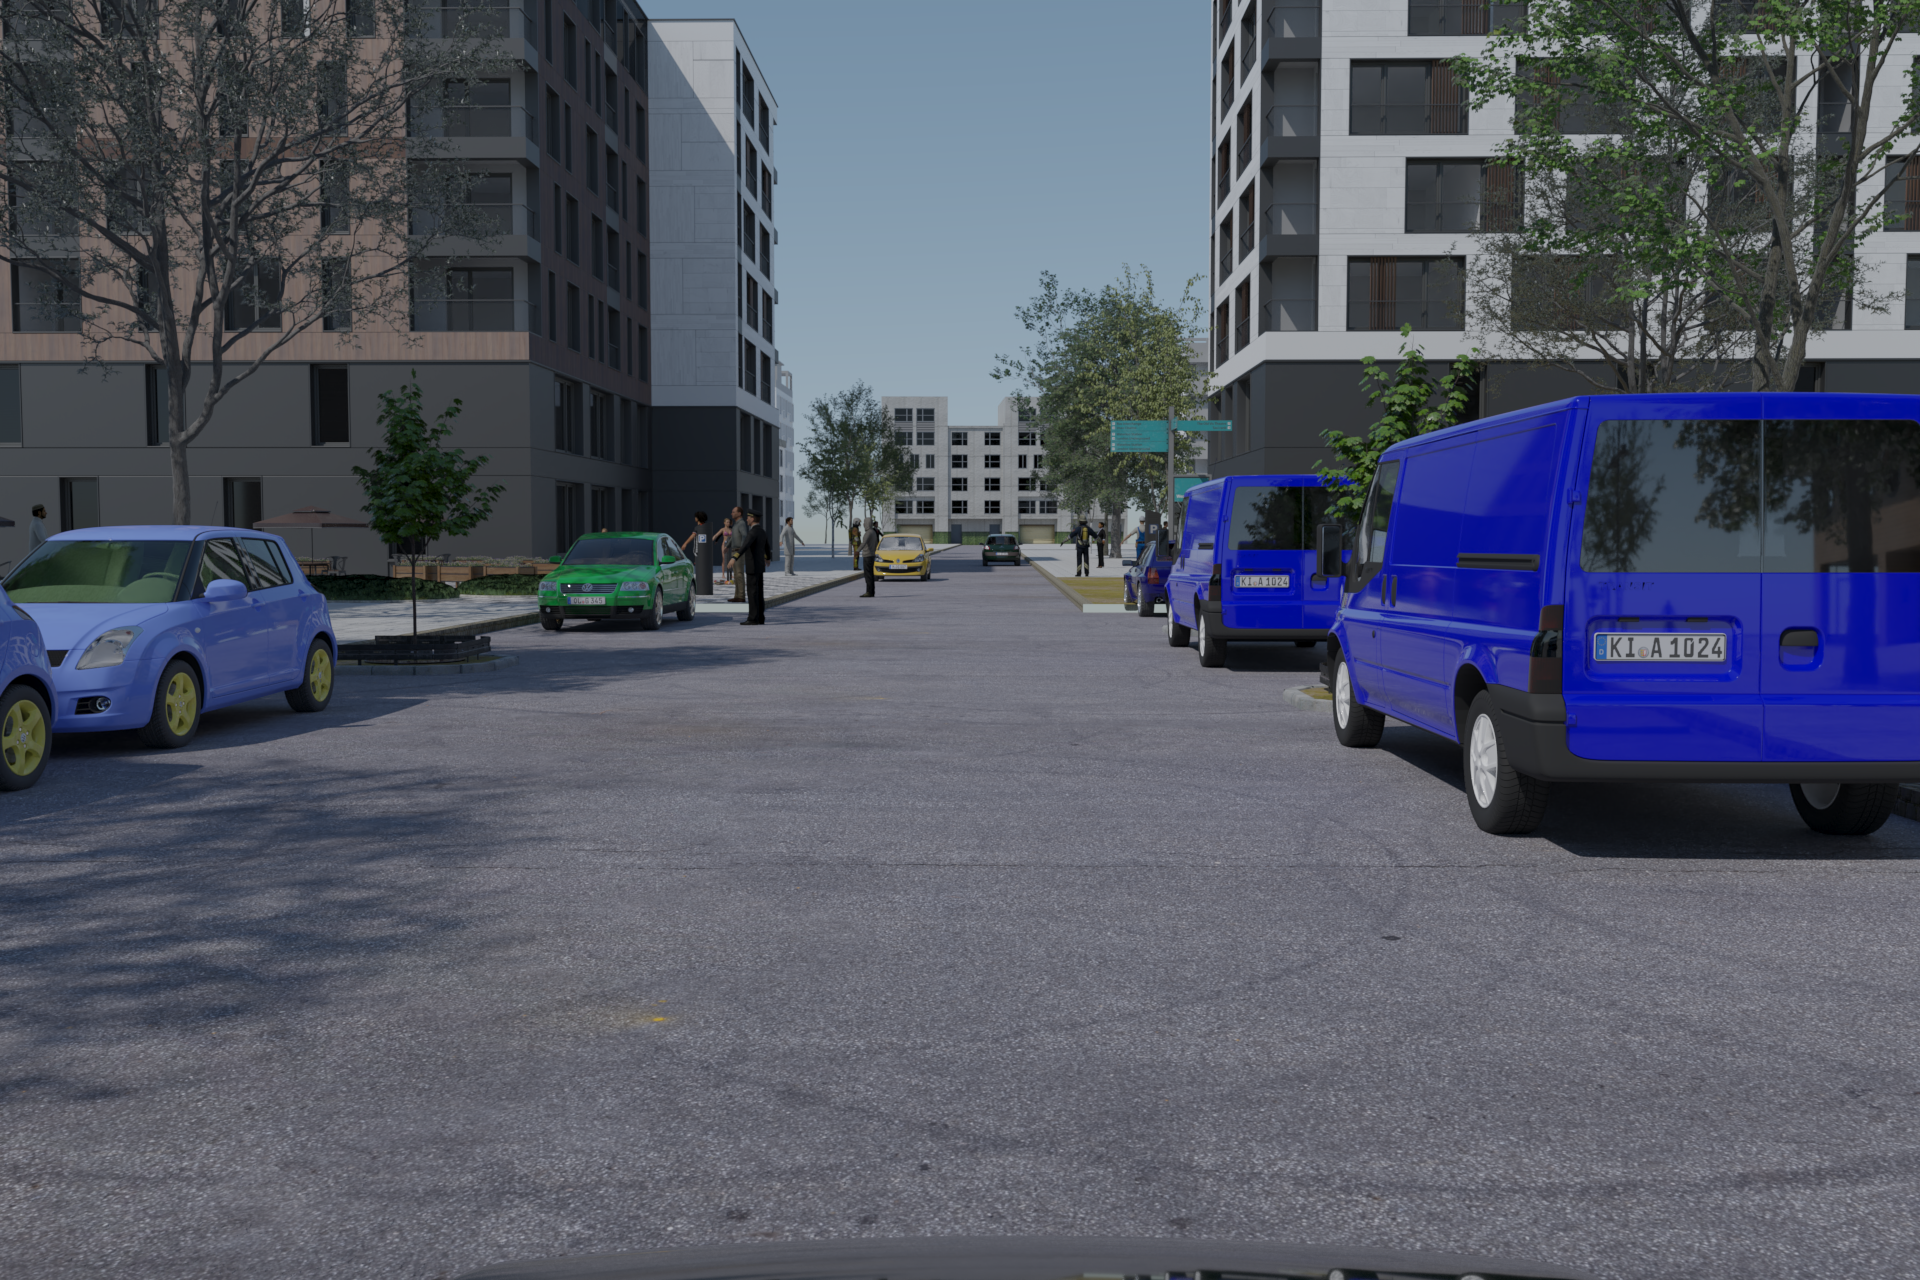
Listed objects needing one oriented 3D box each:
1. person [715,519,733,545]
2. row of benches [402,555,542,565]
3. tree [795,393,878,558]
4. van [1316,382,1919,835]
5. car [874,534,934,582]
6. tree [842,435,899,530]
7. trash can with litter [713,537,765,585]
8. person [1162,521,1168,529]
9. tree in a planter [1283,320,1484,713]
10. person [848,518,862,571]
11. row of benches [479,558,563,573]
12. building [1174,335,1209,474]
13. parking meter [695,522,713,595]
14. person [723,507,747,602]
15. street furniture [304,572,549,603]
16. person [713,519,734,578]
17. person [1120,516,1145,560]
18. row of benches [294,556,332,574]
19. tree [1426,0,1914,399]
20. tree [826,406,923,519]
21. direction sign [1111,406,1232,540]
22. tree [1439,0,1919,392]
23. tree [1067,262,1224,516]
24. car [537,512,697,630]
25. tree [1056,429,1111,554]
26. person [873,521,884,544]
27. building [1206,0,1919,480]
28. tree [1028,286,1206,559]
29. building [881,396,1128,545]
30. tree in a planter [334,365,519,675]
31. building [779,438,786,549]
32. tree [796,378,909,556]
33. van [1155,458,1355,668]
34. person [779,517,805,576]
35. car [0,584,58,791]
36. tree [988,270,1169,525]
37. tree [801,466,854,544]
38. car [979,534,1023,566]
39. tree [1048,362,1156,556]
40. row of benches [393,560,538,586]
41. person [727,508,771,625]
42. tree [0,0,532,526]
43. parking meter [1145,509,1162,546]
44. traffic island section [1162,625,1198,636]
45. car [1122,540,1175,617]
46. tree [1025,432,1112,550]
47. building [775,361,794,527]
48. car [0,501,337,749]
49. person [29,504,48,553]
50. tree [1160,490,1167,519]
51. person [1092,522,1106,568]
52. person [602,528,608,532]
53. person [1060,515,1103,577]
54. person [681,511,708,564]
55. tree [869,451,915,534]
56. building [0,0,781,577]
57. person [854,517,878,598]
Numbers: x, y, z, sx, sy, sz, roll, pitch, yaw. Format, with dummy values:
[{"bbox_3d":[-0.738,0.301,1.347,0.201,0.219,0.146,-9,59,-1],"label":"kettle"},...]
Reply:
[{"bbox_3d":[-7.998,-3.312,60.376,1.346,1.802,0.704,1,4,22],"label":"person"},{"bbox_3d":[-14.021,-2.091,49.655,4.104,0.672,1.422,0,3,0],"label":"row of benches"},{"bbox_3d":[-6.470,-8.620,91.301,4.737,8.622,4.395,0,3,0],"label":"tree"},{"bbox_3d":[3.462,-0.338,9.906,2.240,2.365,5.245,0,4,1],"label":"van"},{"bbox_3d":[-1.796,-2.644,53.459,2.015,1.641,3.980,0,4,1],"label":"car"},{"bbox_3d":[-6.023,-10.133,116.029,4.737,8.622,4.395,0,3,0],"label":"tree"},{"bbox_3d":[-5.740,-2.033,44.290,1.678,1.210,2.233,0,4,0],"label":"trash can with litter"},{"bbox_3d":[8.291,-3.885,69.658,0.704,1.812,1.346,-2,4,-24],"label":"person"},{"bbox_3d":[3.782,-1.057,14.511,1.991,3.239,1.994,0,4,1],"label":"tree in a planter"},{"bbox_3d":[-3.585,-3.348,60.516,0.705,1.858,1.354,0,4,-1],"label":"person"},{"bbox_3d":[-10.490,-1.769,44.392,4.104,0.672,1.422,1,4,13],"label":"row of benches"},{"bbox_3d":[24.930,-18.789,163.615,16.016,20.090,11.380,0,4,1],"label":"building"},{"bbox_3d":[-5.368,-1.707,36.321,0.372,1.533,0.369,0,3,0],"label":"parking meter"},{"bbox_3d":[-4.194,-1.610,32.591,0.705,1.796,1.348,-1,4,-21],"label":"person"},{"bbox_3d":[-13.091,-1.201,35.265,10.072,0.657,5.734,0,4,2],"label":"street furniture"},{"bbox_3d":[-6.699,-2.651,50.147,1.217,1.733,0.721,-2,4,-32],"label":"person"},{"bbox_3d":[5.601,-2.902,53.310,1.347,1.847,0.705,0,4,0],"label":"person"},{"bbox_3d":[-19.320,-1.940,47.181,4.104,0.672,1.422,-1,4,-15],"label":"row of benches"},{"bbox_3d":[15.315,-7.832,38.421,12.009,13.543,11.850,0,3,0],"label":"tree"},{"bbox_3d":[-6.101,-11.560,123.422,8.767,10.594,7.601,3,4,37],"label":"tree"},{"bbox_3d":[4.404,-2.876,35.788,2.525,3.948,1.411,0,4,2],"label":"direction sign"},{"bbox_3d":[9.761,-5.794,20.491,9.928,11.665,9.643,0,3,0],"label":"tree"},{"bbox_3d":[5.193,-5.874,46.400,4.737,8.622,4.395,0,3,0],"label":"tree"},{"bbox_3d":[-5.326,-1.129,27.252,1.959,1.807,4.718,0,4,1],"label":"car"},{"bbox_3d":[8.566,-9.882,111.927,4.360,8.622,3.978,0,3,0],"label":"tree"},{"bbox_3d":[-3.381,-3.905,70.031,0.705,1.806,1.347,3,5,41],"label":"person"},{"bbox_3d":[23.258,-13.616,66.592,27.936,21.610,32.646,0,4,1],"label":"building"},{"bbox_3d":[8.251,-11.254,90.666,9.857,13.997,8.962,0,3,0],"label":"tree"},{"bbox_3d":[5.464,-22.046,229.364,31.486,18.905,16.747,0,4,-2],"label":"building"},{"bbox_3d":[-5.853,-1.301,18.498,1.991,3.239,1.994,0,4,1],"label":"tree in a planter"},{"bbox_3d":[-20.209,-13.116,156.599,9.099,9.664,28.070,0,4,2],"label":"building"},{"bbox_3d":[-6.247,-10.294,102.717,7.601,10.594,8.767,-3,5,-40],"label":"tree"},{"bbox_3d":[3.555,-0.969,20.233,2.240,2.365,5.245,0,4,0],"label":"van"},{"bbox_3d":[-5.199,-2.870,53.111,0.705,1.806,1.347,2,4,26],"label":"person"},{"bbox_3d":[-6.089,0.072,8.412,1.945,1.707,3.694,0,4,1],"label":"car"},{"bbox_3d":[8.390,-16.405,124.117,12.611,20.169,13.585,0,3,0],"label":"tree"},{"bbox_3d":[-17.470,-18.023,229.090,7.601,10.594,8.767,0,4,-5],"label":"tree"},{"bbox_3d":[1.867,-4.202,78.490,2.009,1.686,4.222,0,4,1],"label":"car"},{"bbox_3d":[8.739,-10.760,101.675,9.928,11.665,9.643,0,3,0],"label":"tree"},{"bbox_3d":[-11.567,-1.512,40.184,4.104,0.672,1.422,2,4,29],"label":"row of benches"},{"bbox_3d":[-3.259,-1.157,27.303,0.705,1.837,1.347,1,4,20],"label":"person"},{"bbox_3d":[-11.049,-6.981,24.508,12.009,13.543,11.850,0,3,0],"label":"tree"},{"bbox_3d":[4.519,-2.124,40.443,0.399,1.863,0.255,0,4,0],"label":"parking meter"},{"bbox_3d":[3.964,-0.138,25.117,1.991,0.108,1.994,0,4,0],"label":"traffic island section"},{"bbox_3d":[3.946,-1.143,31.275,1.945,1.354,3.894,0,3,0],"label":"car"},{"bbox_3d":[9.263,-12.415,137.396,8.767,10.594,7.601,0,4,6],"label":"tree"},{"bbox_3d":[-24.661,-20.398,189.923,16.016,20.090,11.380,0,4,1],"label":"building"},{"bbox_3d":[-6.012,-0.190,12.702,1.945,1.707,3.694,0,4,1],"label":"car"},{"bbox_3d":[-16.507,-1.532,31.133,0.704,1.819,1.344,-3,4,-36],"label":"person"},{"bbox_3d":[30.519,-19.544,226.193,9.857,13.997,8.962,0,3,0],"label":"tree"},{"bbox_3d":[5.238,-3.585,65.337,0.721,1.740,1.216,-1,4,-16],"label":"person"},{"bbox_3d":[-9.520,-2.269,46.370,0.991,1.433,0.599,0,4,0],"label":"person"},{"bbox_3d":[3.682,-2.827,52.001,1.354,1.856,0.705,-1,4,-13],"label":"person"},{"bbox_3d":[-6.196,-2.143,41.185,0.704,1.843,1.345,1,4,21],"label":"person"},{"bbox_3d":[-6.199,-11.283,134.841,4.360,8.622,3.978,0,3,0],"label":"tree"},{"bbox_3d":[-22.906,-13.650,67.149,27.936,21.610,32.646,0,4,1],"label":"building"},{"bbox_3d":[-2.091,-1.871,39.184,0.705,1.813,1.348,1,4,15],"label":"person"}]
